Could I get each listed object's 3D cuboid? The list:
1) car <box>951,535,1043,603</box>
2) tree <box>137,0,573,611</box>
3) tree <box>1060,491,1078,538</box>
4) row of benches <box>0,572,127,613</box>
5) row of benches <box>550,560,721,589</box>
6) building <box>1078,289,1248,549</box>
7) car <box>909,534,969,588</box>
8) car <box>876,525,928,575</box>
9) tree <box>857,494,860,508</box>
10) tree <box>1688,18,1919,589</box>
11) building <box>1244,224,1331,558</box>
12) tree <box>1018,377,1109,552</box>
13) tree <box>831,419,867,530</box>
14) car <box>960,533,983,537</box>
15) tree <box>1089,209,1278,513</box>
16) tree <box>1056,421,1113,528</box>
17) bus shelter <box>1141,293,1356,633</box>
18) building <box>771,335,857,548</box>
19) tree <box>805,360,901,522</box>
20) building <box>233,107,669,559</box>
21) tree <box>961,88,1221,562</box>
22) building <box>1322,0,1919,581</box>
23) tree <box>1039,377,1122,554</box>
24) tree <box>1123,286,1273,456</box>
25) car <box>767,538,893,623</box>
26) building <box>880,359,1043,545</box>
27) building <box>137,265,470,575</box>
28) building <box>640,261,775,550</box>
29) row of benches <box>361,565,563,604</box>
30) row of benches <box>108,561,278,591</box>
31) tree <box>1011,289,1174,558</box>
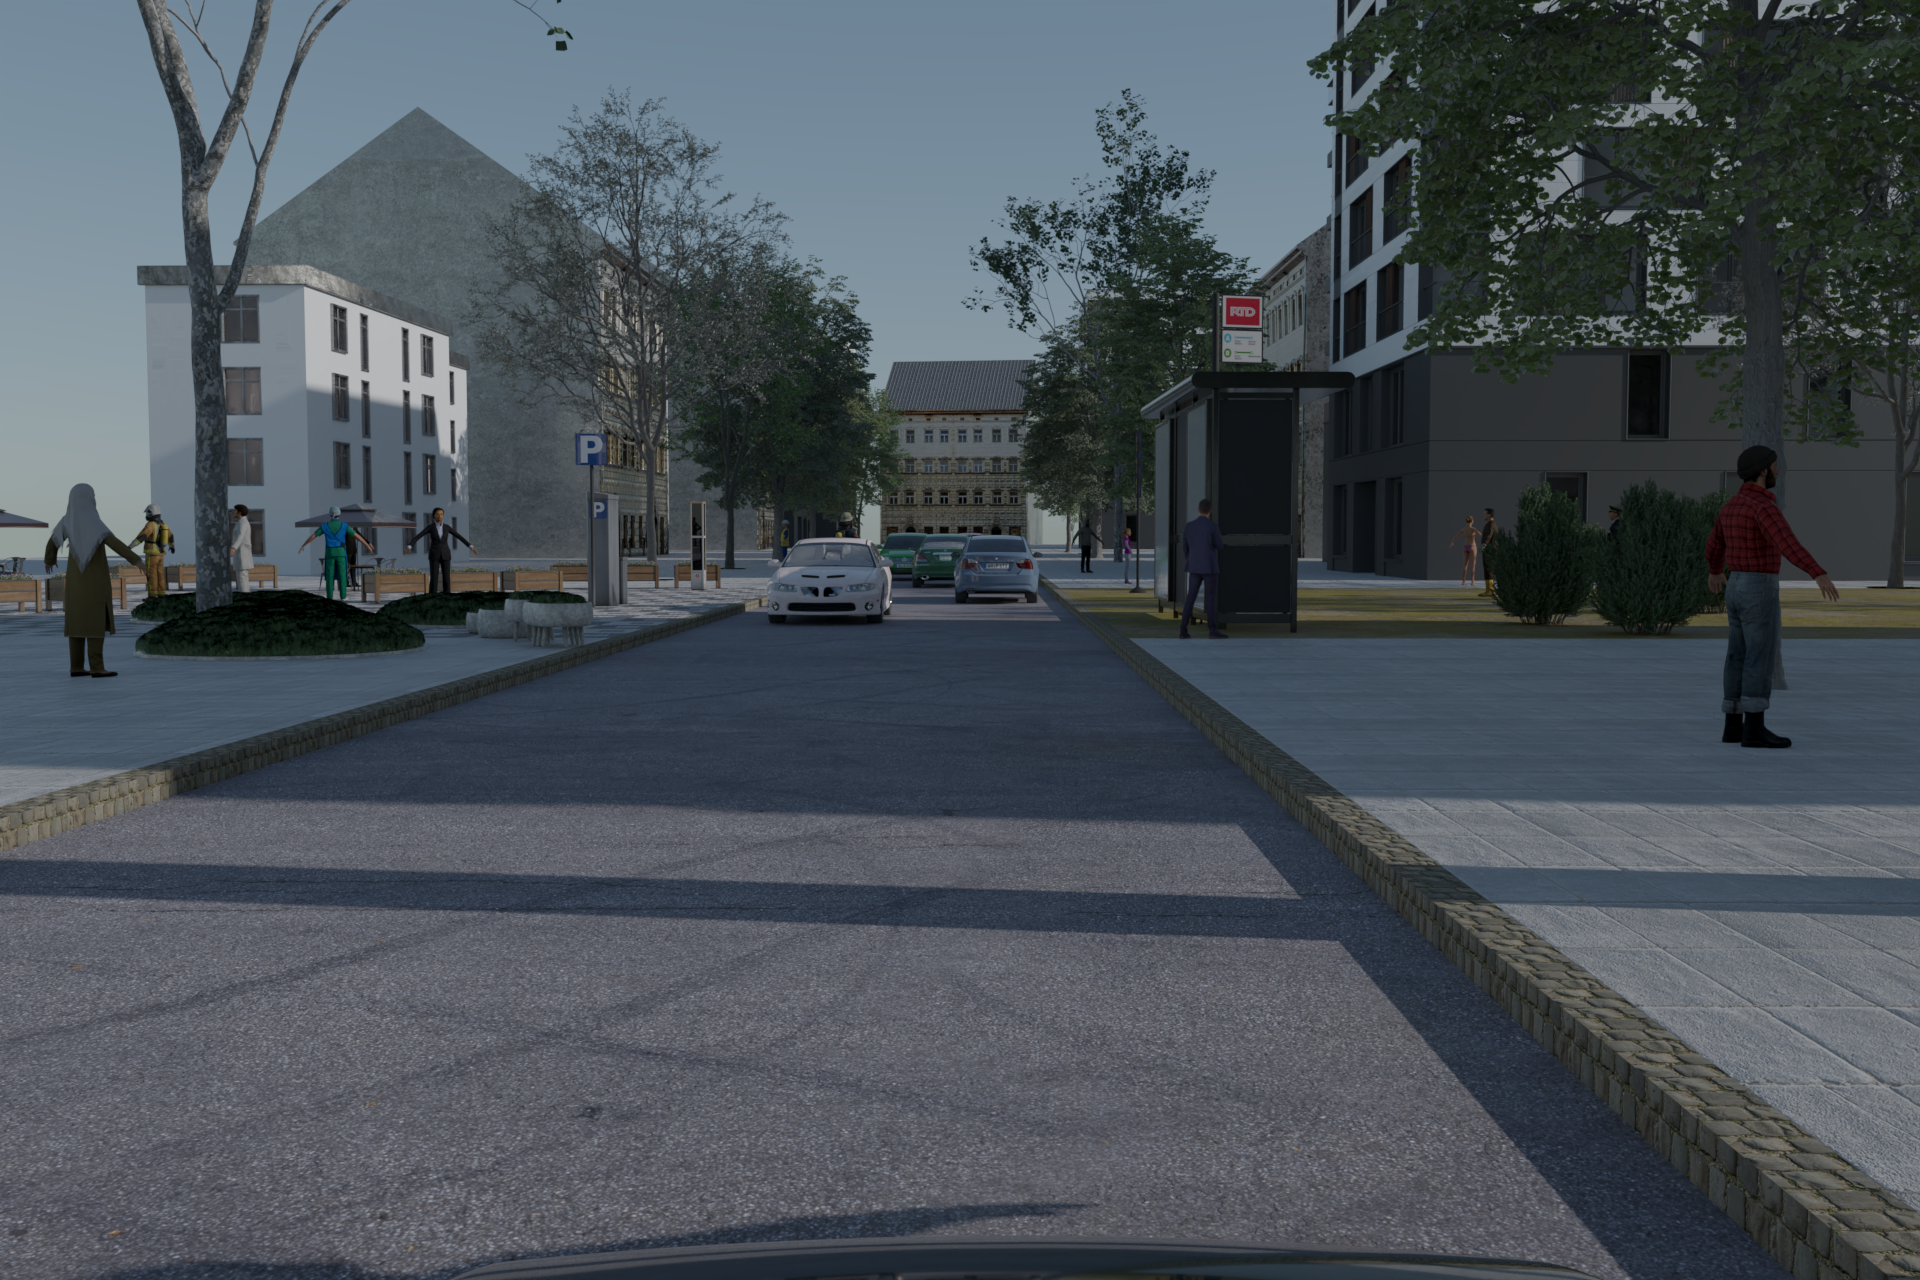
[{"bbox_3d":[0.787,-1.544,37.250,2.014,1.417,4.499,0,4,1],"label":"car"},{"bbox_3d":[-8.299,-10.004,19.452,12.611,20.169,13.585,0,3,0],"label":"tree"},{"bbox_3d":[14.063,-16.424,218.899,4.737,8.622,4.395,0,3,0],"label":"tree"},{"bbox_3d":[-15.480,-0.770,28.047,1.422,0.672,4.104,2,4,35],"label":"row of benches"},{"bbox_3d":[-7.727,-1.550,40.798,4.104,0.672,1.422,-1,4,-12],"label":"row of benches"},{"bbox_3d":[24.844,-19.379,160.821,27.936,21.610,32.646,0,4,1],"label":"building"},{"bbox_3d":[-0.366,-2.198,47.742,2.131,1.459,4.920,0,4,0],"label":"car"},{"bbox_3d":[-1.649,-2.807,54.692,1.959,1.807,4.718,0,4,1],"label":"car"},{"bbox_3d":[-13.588,-16.089,213.409,4.360,8.622,3.978,0,3,0],"label":"tree"},{"bbox_3d":[22.078,-7.940,40.184,12.009,13.543,11.850,0,3,0],"label":"tree"},{"bbox_3d":[27.443,-16.437,99.680,19.493,23.208,18.063,0,4,1],"label":"building"},{"bbox_3d":[7.685,-12.456,121.781,7.486,12.596,7.792,0,3,0],"label":"tree"},{"bbox_3d":[-7.287,-9.335,102.988,4.737,8.622,4.395,0,3,0],"label":"tree"},{"bbox_3d":[0.496,-4.717,86.171,2.155,1.783,4.494,0,4,1],"label":"car"},{"bbox_3d":[7.906,-8.750,61.185,7.486,12.596,7.792,0,3,0],"label":"tree"},{"bbox_3d":[7.523,-9.329,102.890,4.737,8.622,4.395,0,3,0],"label":"tree"},{"bbox_3d":[4.032,-2.996,26.624,2.179,5.291,8.768,0,4,0],"label":"bus shelter"},{"bbox_3d":[-25.671,-20.344,176.593,27.936,21.610,32.646,0,4,1],"label":"building"},{"bbox_3d":[-7.574,-11.875,112.291,7.486,12.596,7.792,0,3,0],"label":"tree"},{"bbox_3d":[-27.663,-16.377,98.693,19.493,23.208,18.063,0,4,1],"label":"building"},{"bbox_3d":[6.346,-13.499,76.592,12.611,20.169,13.585,0,3,0],"label":"tree"},{"bbox_3d":[26.995,-13.395,62.977,27.936,21.610,32.646,0,4,1],"label":"building"},{"bbox_3d":[8.391,-11.397,112.099,9.928,11.665,9.643,0,3,0],"label":"tree"},{"bbox_3d":[7.315,-6.196,51.670,4.737,8.622,4.395,0,3,0],"label":"tree"},{"bbox_3d":[-2.143,-1.036,29.294,2.083,1.381,4.827,0,4,0],"label":"car"},{"bbox_3d":[0.539,-23.523,217.987,18.063,23.208,19.493,1,4,8],"label":"building"},{"bbox_3d":[-24.440,-7.716,68.299,9.099,9.664,28.070,0,4,2],"label":"building"},{"bbox_3d":[-25.171,-19.232,145.379,19.493,23.208,18.063,0,3,0],"label":"building"},{"bbox_3d":[-9.646,-1.103,33.490,4.104,0.672,1.422,-3,5,-43],"label":"row of benches"},{"bbox_3d":[-17.598,-1.475,39.574,1.422,0.672,4.104,2,4,34],"label":"row of benches"},{"bbox_3d":[7.342,-11.320,91.731,9.857,13.997,8.962,0,3,0],"label":"tree"}]
